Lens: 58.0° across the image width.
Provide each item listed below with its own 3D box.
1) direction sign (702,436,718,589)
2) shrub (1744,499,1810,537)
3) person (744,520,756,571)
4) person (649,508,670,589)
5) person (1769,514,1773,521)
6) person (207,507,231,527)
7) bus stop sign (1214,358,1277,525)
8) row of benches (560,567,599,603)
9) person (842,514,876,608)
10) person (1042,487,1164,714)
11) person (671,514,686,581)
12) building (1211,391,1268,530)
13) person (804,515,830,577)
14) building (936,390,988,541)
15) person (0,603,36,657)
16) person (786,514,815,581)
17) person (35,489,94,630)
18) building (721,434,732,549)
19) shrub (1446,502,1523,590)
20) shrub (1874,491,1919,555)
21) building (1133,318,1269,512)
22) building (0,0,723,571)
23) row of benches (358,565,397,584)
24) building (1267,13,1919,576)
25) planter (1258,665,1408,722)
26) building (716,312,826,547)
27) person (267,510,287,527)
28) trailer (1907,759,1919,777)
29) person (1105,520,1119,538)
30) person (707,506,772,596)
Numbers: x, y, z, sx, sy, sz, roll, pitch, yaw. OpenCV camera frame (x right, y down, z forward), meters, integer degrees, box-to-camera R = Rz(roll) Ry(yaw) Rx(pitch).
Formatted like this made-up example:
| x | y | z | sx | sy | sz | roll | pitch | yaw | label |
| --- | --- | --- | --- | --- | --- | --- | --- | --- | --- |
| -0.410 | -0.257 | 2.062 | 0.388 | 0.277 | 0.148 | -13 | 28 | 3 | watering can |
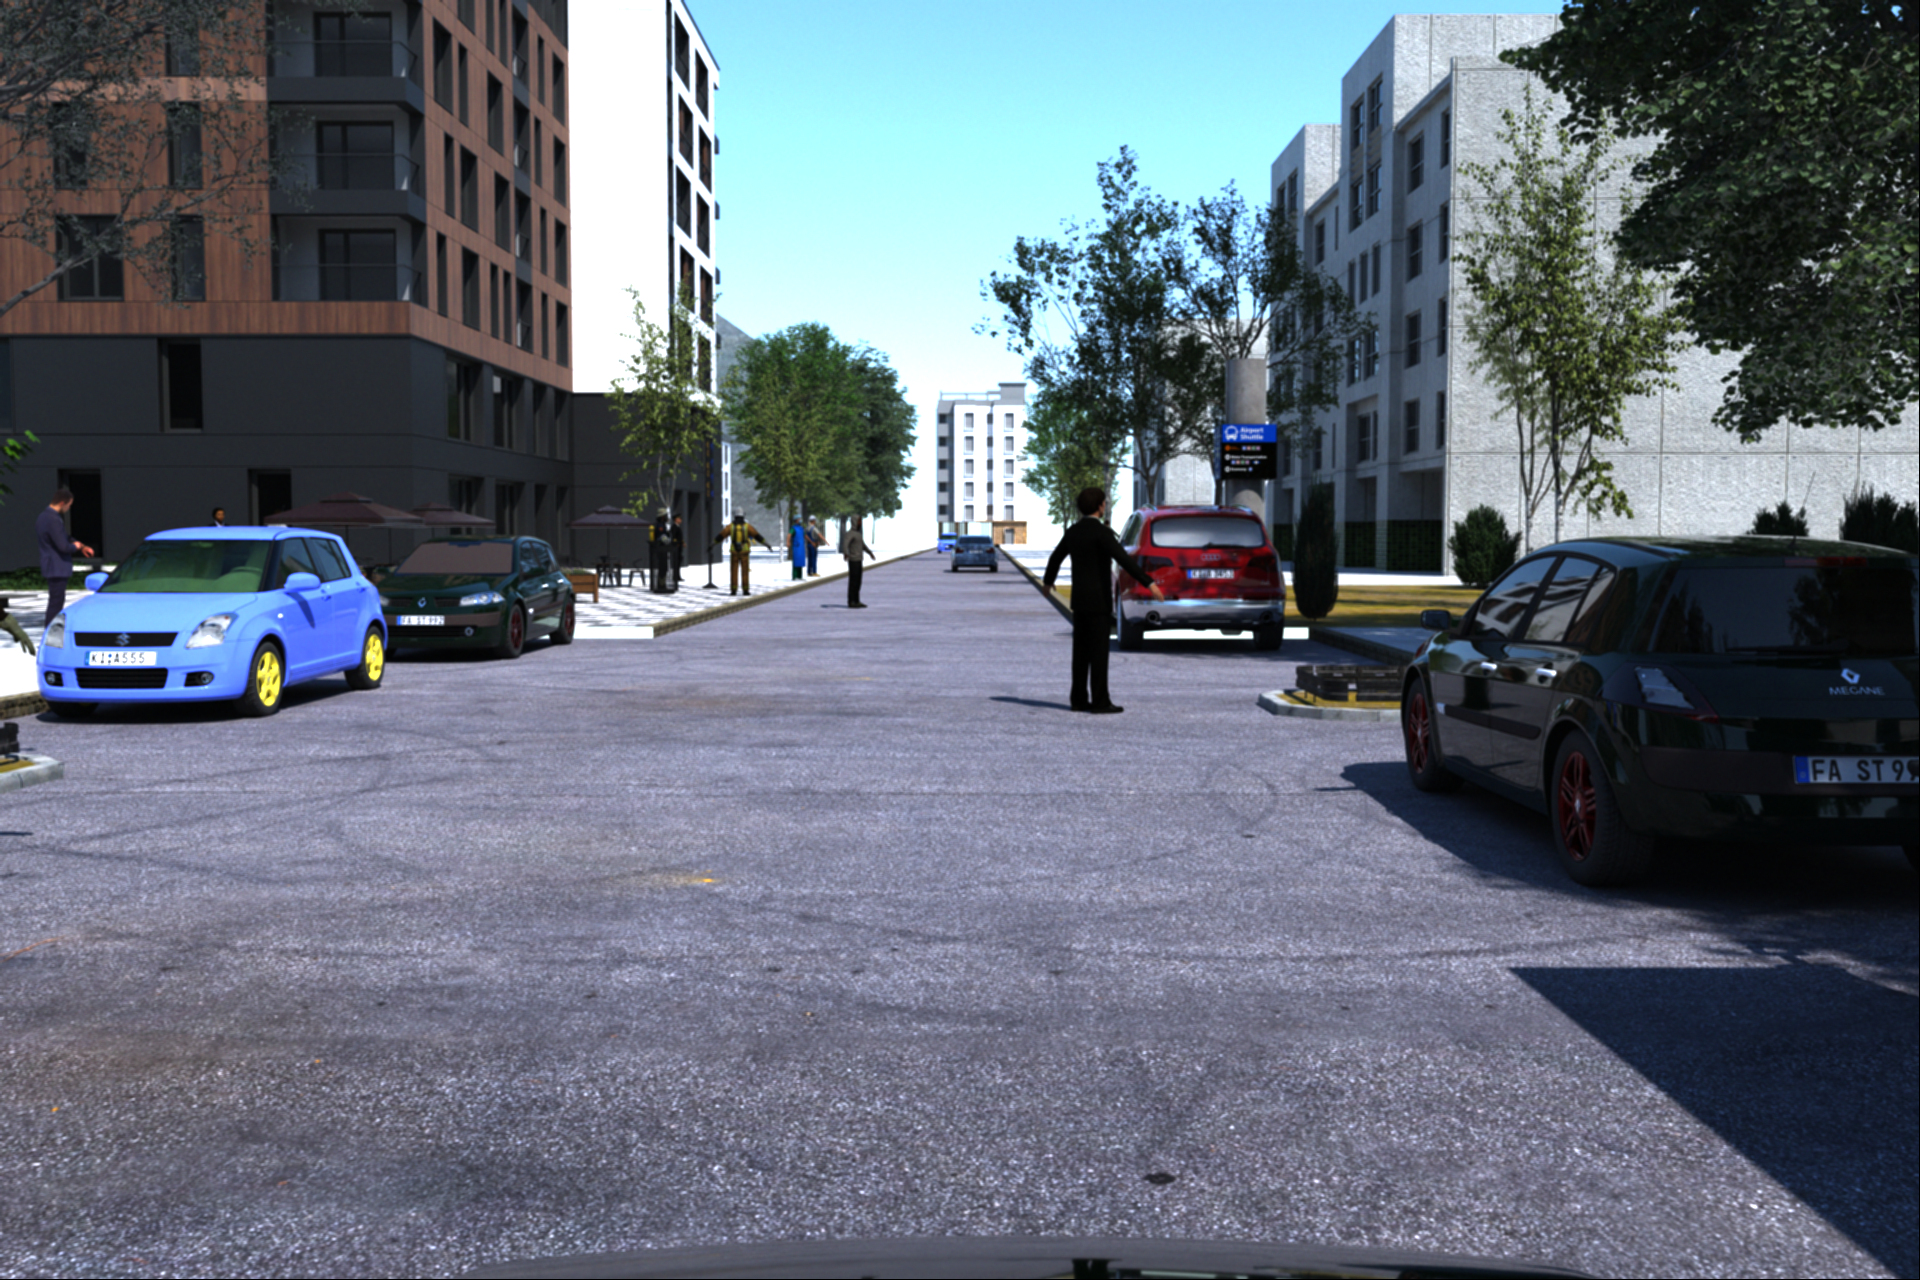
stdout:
| x | y | z | sx | sy | sz | roll | pitch | yaw | label |
| --- | --- | --- | --- | --- | --- | --- | --- | --- | --- |
| -5.858 | -2.968 | 40.529 | 0.379 | 3.537 | 0.876 | 0 | 4 | 2 | direction sign |
| 18.690 | -2.168 | 39.493 | 1.661 | 2.075 | 1.752 | 0 | 3 | 0 | shrub |
| -7.335 | -3.272 | 59.964 | 0.721 | 1.772 | 1.216 | -2 | 4 | -28 | person |
| -6.602 | -2.008 | 38.605 | 0.705 | 1.856 | 1.354 | -1 | 4 | -16 | person |
| 21.179 | -2.414 | 45.608 | 0.704 | 1.843 | 1.345 | 2 | 4 | 29 | person |
| -12.774 | -1.423 | 29.982 | 1.216 | 1.740 | 0.721 | -3 | 5 | -42 | person |
| 4.322 | -2.279 | 26.278 | 0.837 | 3.901 | 0.837 | 0 | 4 | 2 | bus stop sign |
| -8.113 | -1.105 | 33.525 | 1.422 | 0.672 | 4.104 | -3 | 4 | -37 | row of benches |
| -2.004 | -1.532 | 33.626 | 0.705 | 1.813 | 1.348 | 1 | 4 | 21 | person |
| 1.082 | -0.323 | 13.932 | 0.705 | 1.806 | 1.347 | -3 | 5 | -39 | person |
| -7.660 | -2.516 | 47.069 | 0.705 | 1.837 | 1.347 | 0 | 4 | 1 | person |
| 21.058 | -9.757 | 101.681 | 9.099 | 9.664 | 28.070 | 0 | 4 | 1 | building |
| -4.441 | -2.842 | 52.320 | 1.347 | 1.847 | 0.705 | 3 | 5 | 45 | person |
| -2.719 | -22.093 | 220.104 | 11.380 | 20.090 | 16.016 | 0 | 4 | 3 | building |
| -4.691 | 0.075 | 7.361 | 1.346 | 1.812 | 0.704 | -1 | 4 | -13 | person |
| -4.383 | -2.508 | 47.127 | 0.704 | 1.817 | 1.347 | 2 | 4 | 28 | person |
| -9.717 | -0.755 | 18.834 | 0.568 | 1.767 | 0.683 | -3 | 5 | -42 | person |
| -24.165 | -12.666 | 149.236 | 9.099 | 9.664 | 28.070 | 0 | 4 | 1 | building |
| 12.160 | -2.187 | 40.178 | 1.690 | 2.028 | 1.600 | 0 | 3 | 0 | shrub |
| 17.041 | -1.700 | 31.835 | 1.661 | 2.075 | 1.752 | 0 | 3 | 0 | shrub |
| 24.666 | -17.356 | 150.236 | 16.747 | 18.905 | 31.486 | 0 | 4 | 1 | building |
| -24.536 | -13.234 | 60.347 | 27.936 | 21.610 | 32.646 | 0 | 4 | 0 | building |
| -11.989 | -1.142 | 34.132 | 4.104 | 0.672 | 1.422 | 3 | 4 | 36 | row of benches |
| 23.166 | -12.306 | 67.661 | 16.747 | 18.905 | 31.486 | 0 | 4 | 0 | building |
| 3.497 | 0.427 | 14.165 | 1.991 | 0.319 | 1.994 | 0 | 4 | 0 | planter |
| -24.068 | -21.291 | 179.033 | 19.493 | 23.208 | 18.063 | 0 | 4 | 1 | building |
| -14.626 | -1.901 | 37.270 | 1.347 | 1.806 | 0.705 | 2 | 4 | 24 | person |
| 3.084 | 0.212 | 3.579 | 1.471 | 1.999 | 3.904 | 0 | 3 | 0 | trailer |
| 5.281 | -3.431 | 62.363 | 1.348 | 1.796 | 0.705 | -1 | 4 | -12 | person |
| -4.589 | -1.854 | 36.075 | 1.354 | 1.858 | 0.705 | 0 | 4 | -3 | person |
